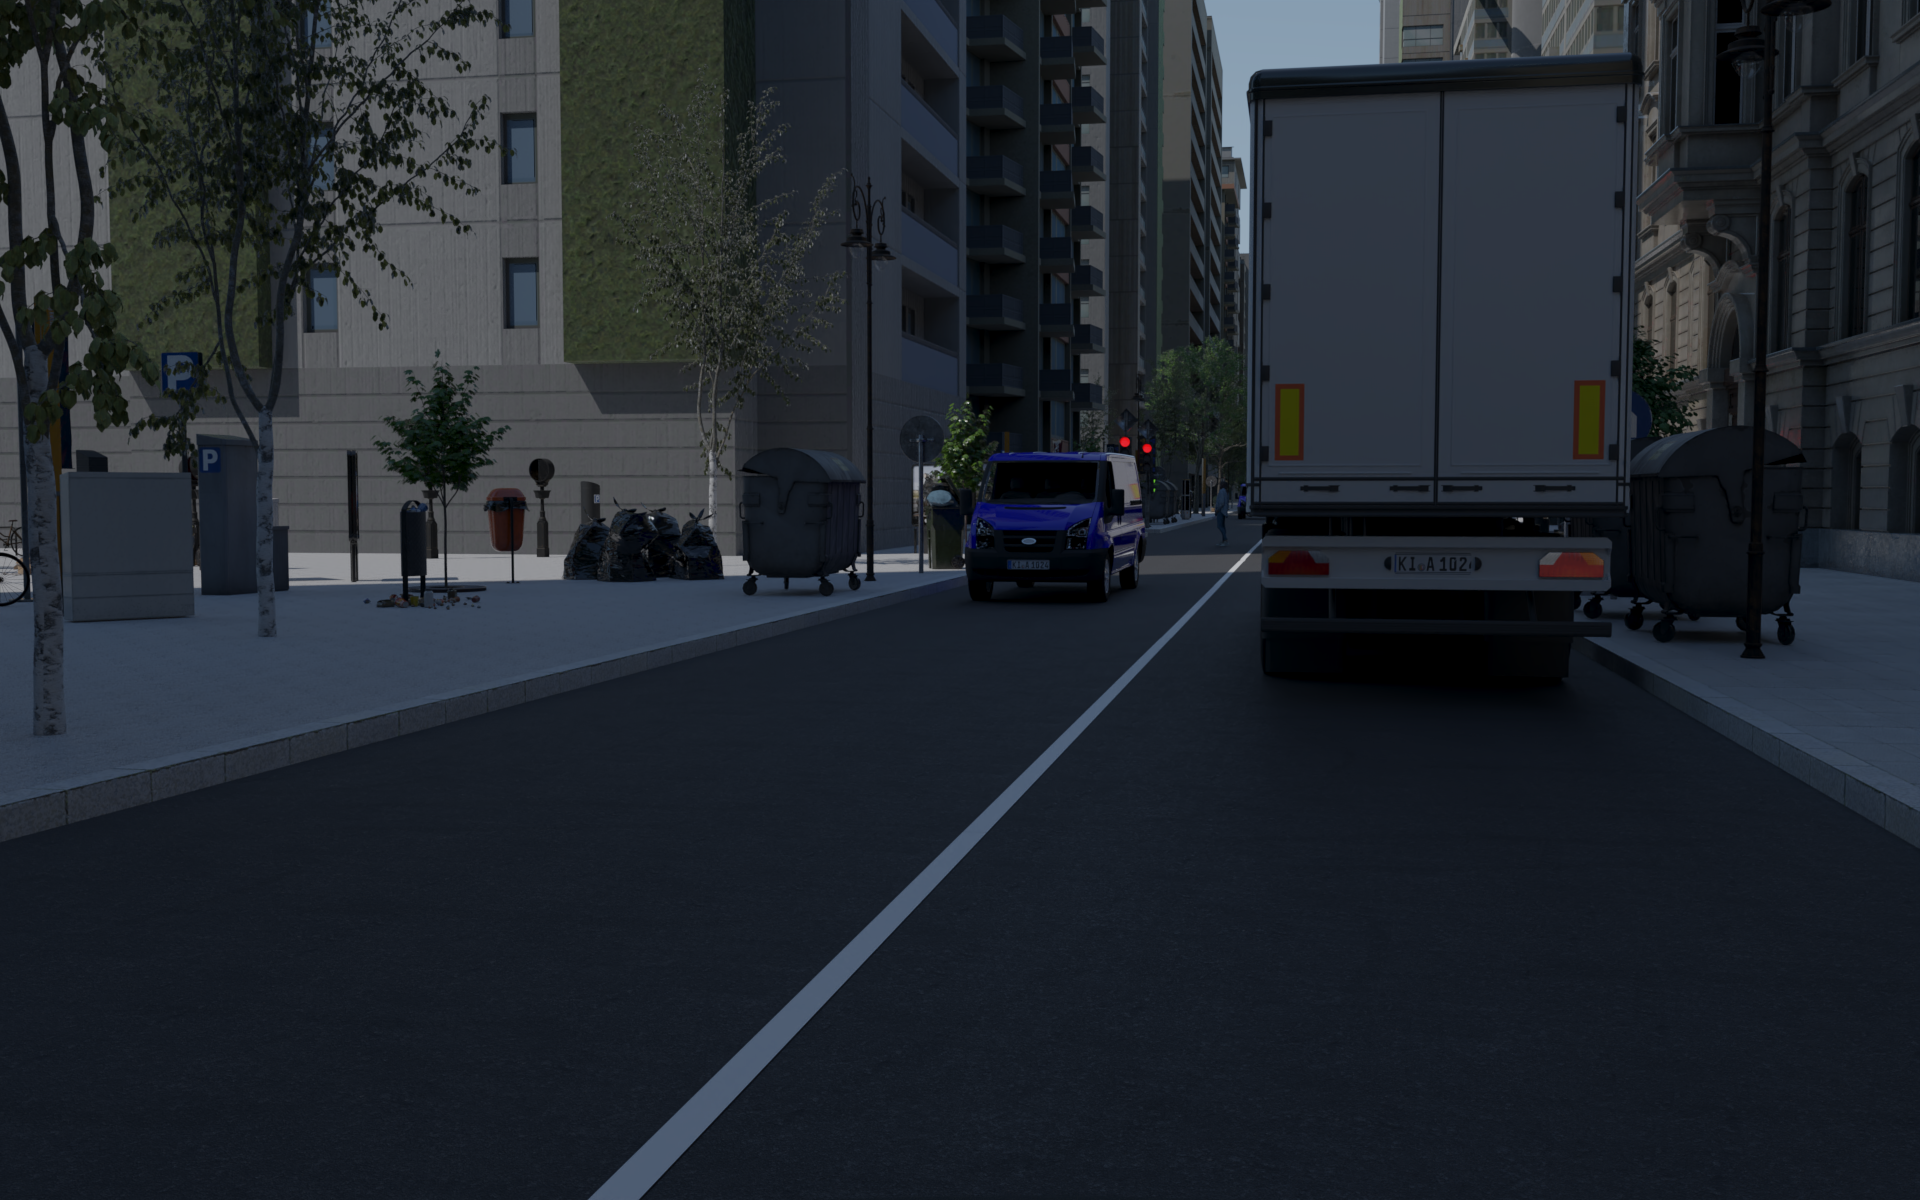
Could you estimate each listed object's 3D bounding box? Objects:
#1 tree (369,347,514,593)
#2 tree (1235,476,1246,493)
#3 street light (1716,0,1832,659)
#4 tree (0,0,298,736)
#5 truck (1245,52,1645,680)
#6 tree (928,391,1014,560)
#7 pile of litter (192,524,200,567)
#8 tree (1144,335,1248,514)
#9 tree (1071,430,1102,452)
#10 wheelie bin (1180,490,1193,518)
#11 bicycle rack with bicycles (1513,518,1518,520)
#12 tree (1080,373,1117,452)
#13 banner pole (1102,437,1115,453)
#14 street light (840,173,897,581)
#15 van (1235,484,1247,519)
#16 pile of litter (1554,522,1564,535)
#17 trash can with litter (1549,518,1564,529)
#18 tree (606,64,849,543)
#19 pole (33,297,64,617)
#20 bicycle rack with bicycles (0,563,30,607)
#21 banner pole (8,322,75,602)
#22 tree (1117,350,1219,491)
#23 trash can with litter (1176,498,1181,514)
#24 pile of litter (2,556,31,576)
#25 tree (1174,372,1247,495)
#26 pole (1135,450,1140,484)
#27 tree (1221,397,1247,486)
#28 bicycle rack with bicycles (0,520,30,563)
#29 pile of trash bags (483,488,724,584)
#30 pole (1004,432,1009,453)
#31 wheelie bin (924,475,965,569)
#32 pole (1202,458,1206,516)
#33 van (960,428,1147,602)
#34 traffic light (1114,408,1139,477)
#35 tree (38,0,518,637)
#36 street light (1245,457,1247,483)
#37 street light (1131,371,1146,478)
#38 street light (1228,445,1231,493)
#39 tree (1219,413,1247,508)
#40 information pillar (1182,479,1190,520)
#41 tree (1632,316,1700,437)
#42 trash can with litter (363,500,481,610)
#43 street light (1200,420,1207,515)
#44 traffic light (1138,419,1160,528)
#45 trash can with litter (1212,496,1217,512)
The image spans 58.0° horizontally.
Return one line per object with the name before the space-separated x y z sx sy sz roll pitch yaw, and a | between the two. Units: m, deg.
tree | -6.877 -1.736 22.984 1.663 3.219 1.824 0 3 0
tree | 30.365 -11.731 186.409 1.663 3.219 1.824 0 3 0
street light | 6.205 -2.483 13.377 0.468 5.910 1.993 1 4 11
tree | -4.983 -3.574 8.797 4.737 8.622 4.395 0 3 0
truck | 4.172 -1.702 16.749 2.839 4.237 11.283 1 4 11
tree | 0.240 -2.319 32.520 1.663 3.219 1.824 0 3 0
pile of litter | -13.838 -1.034 30.877 1.719 0.858 1.176 0 4 -1
tree | 15.523 -11.414 112.369 9.928 11.665 9.643 0 3 0
tree | 4.042 -3.523 52.200 1.663 3.219 1.824 0 3 0
wheelie bin | 12.130 -5.191 92.781 0.693 1.594 0.980 0 4 2
bicycle rack with bicycles | 29.938 -5.179 98.060 2.852 0.926 2.925 1 4 15
tree | 7.620 -9.374 103.631 4.360 8.622 3.978 0 3 0
banner pole | 6.486 -5.266 76.123 0.401 3.779 0.863 -3 5 -43
street light | -1.324 -3.216 25.376 0.468 5.910 1.993 1 4 11
van | 17.123 -5.855 100.107 2.240 2.365 5.245 1 4 13
pile of litter | 19.201 -2.431 53.707 1.719 0.858 1.176 2 4 34
trash can with litter | 22.053 -3.157 63.012 0.624 1.170 1.055 3 5 43
tree | -4.207 -4.924 30.872 4.360 8.622 3.978 0 3 0
pole | -9.460 -1.478 18.005 0.158 3.312 0.155 0 3 0
bicycle rack with bicycles | -11.687 -0.303 18.337 2.925 0.926 2.852 -1 4 -19
banner pole | -11.035 -1.882 20.793 0.401 3.779 0.863 2 4 30
tree | 10.786 -8.522 89.696 4.360 8.622 3.978 0 3 0
trash can with litter | 13.854 -6.018 109.781 1.055 1.170 0.624 -1 4 -16
pile of litter | -14.755 -0.864 28.093 1.176 0.858 1.719 2 4 30
tree | 18.982 -11.651 124.899 7.601 10.594 8.767 0 4 -2
pole | 8.222 -5.286 80.275 0.158 3.312 0.155 0 3 0
tree | 36.212 -18.762 213.410 9.857 13.997 8.962 0 3 0
bicycle rack with bicycles | -18.747 -1.324 35.029 2.852 0.926 2.925 1 4 13
pile of trash bags | -5.358 -0.982 25.815 3.447 1.369 1.912 -2 4 -32
pole | 1.538 -3.857 56.898 0.158 3.312 0.155 0 3 0
wheelie bin | -0.260 -1.330 29.661 0.693 1.594 0.980 -1 4 -10
pole | 13.966 -6.446 99.240 0.158 3.312 0.155 0 3 0
van | 1.441 -1.253 24.869 2.240 2.365 5.245 1 4 12
traffic light | 5.458 -4.156 56.864 0.839 4.253 0.868 1 4 11
tree | -6.216 -3.989 15.590 4.360 8.622 3.978 0 3 0
street light | 30.038 -12.774 181.640 0.468 5.910 1.993 1 4 11
street light | 6.709 -5.650 65.170 0.468 5.910 1.993 1 4 11
street light | 21.742 -10.240 140.219 0.468 5.910 1.993 1 4 11
tree | 20.173 -11.212 133.683 4.360 8.622 3.978 0 3 0
information pillar | 11.340 -5.042 86.921 0.304 2.012 0.304 -1 4 -22
tree | 10.515 -2.773 29.050 4.285 4.588 4.351 0 3 0
trash can with litter | -6.143 -0.565 20.302 1.678 1.210 2.233 0 4 5
street light | 14.922 -8.179 106.512 0.468 5.910 1.993 1 4 11
traffic light | 7.029 -4.634 64.693 0.839 4.253 0.868 1 4 11
trash can with litter | 18.040 -6.766 122.009 0.624 1.170 1.055 2 4 29
